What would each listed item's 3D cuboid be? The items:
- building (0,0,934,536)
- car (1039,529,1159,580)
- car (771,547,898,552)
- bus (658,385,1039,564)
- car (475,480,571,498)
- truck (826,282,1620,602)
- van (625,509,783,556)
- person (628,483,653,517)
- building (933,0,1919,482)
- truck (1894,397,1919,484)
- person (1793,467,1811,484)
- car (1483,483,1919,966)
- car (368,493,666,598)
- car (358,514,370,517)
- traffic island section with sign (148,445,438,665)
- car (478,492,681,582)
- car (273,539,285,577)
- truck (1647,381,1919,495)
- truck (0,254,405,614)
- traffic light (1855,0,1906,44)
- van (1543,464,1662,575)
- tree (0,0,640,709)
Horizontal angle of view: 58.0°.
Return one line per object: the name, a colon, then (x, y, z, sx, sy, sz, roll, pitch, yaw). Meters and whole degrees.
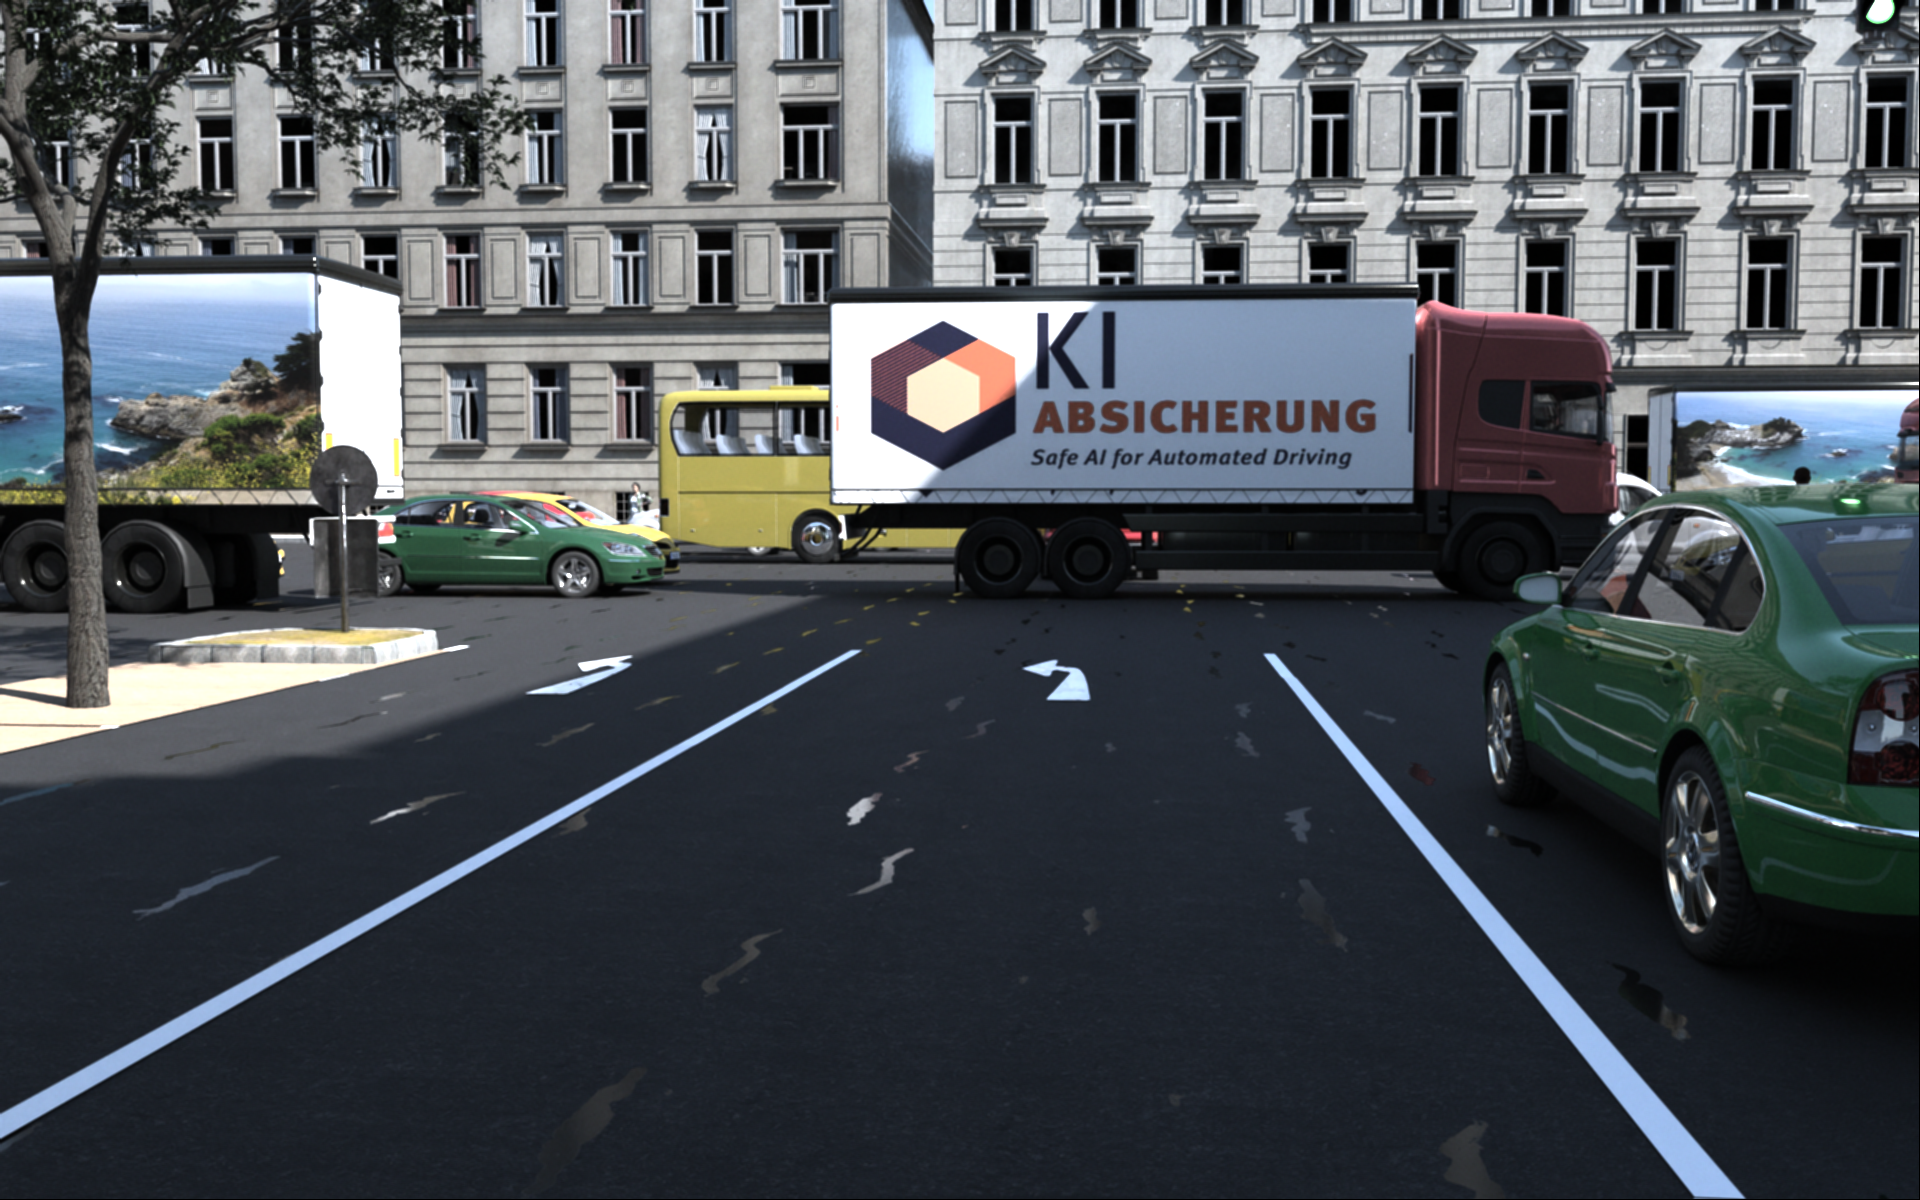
building: (-15.588, -13.827, 59.359, 30.059, 22.955, 16.112, 0, 4, 6)
car: (2.509, -1.341, 30.601, 2.281, 1.827, 5.304, 0, 4, 6)
car: (-3.211, -1.966, 43.937, 4.920, 1.459, 2.131, 0, 4, 6)
bus: (0.004, -2.727, 36.131, 12.252, 3.916, 2.896, 0, 4, 5)
car: (-8.810, -1.376, 31.531, 4.494, 1.783, 2.155, 0, 4, 7)
truck: (3.895, -2.165, 24.309, 11.283, 4.237, 2.839, 0, 4, 5)
van: (-5.935, -2.081, 41.041, 4.112, 2.044, 2.013, 0, 4, 7)
person: (-8.552, -2.244, 45.913, 0.841, 1.734, 0.376, 2, 4, 35)
building: (21.345, -17.080, 55.671, 44.131, 29.872, 17.030, 0, 4, 6)
truck: (27.041, -3.114, 39.832, 11.283, 4.237, 2.839, 0, 4, 4)
person: (9.146, -0.581, 18.814, 0.655, 1.722, 0.431, 3, 5, 43)
car: (3.242, 0.137, 6.560, 1.959, 1.807, 4.718, 0, 4, 5)
car: (-6.663, -0.795, 24.794, 4.920, 1.459, 2.131, 0, 4, 5)
car: (-14.078, -2.004, 45.125, 4.827, 1.381, 2.083, 0, 4, 7)
traffic island section with sign: (-5.775, -0.449, 15.478, 2.006, 1.907, 1.989, 0, 4, 6)
car: (-6.479, -1.072, 27.745, 3.980, 1.641, 2.015, 0, 4, 7)
car: (-12.287, -0.974, 26.152, 3.980, 1.641, 2.015, 0, 4, 4)
truck: (23.733, -3.390, 44.345, 11.283, 4.237, 2.839, 0, 4, 7)
truck: (-12.944, -2.023, 21.995, 11.283, 4.237, 2.839, 0, 4, 6)
traffic light: (9.288, -2.372, 13.443, 4.771, 5.953, 1.251, 0, 4, 6)
van: (11.021, -1.348, 29.048, 4.112, 2.044, 2.013, 0, 4, 6)
tree: (-5.788, -4.573, 11.642, 8.767, 10.594, 7.601, 0, 4, 6)
